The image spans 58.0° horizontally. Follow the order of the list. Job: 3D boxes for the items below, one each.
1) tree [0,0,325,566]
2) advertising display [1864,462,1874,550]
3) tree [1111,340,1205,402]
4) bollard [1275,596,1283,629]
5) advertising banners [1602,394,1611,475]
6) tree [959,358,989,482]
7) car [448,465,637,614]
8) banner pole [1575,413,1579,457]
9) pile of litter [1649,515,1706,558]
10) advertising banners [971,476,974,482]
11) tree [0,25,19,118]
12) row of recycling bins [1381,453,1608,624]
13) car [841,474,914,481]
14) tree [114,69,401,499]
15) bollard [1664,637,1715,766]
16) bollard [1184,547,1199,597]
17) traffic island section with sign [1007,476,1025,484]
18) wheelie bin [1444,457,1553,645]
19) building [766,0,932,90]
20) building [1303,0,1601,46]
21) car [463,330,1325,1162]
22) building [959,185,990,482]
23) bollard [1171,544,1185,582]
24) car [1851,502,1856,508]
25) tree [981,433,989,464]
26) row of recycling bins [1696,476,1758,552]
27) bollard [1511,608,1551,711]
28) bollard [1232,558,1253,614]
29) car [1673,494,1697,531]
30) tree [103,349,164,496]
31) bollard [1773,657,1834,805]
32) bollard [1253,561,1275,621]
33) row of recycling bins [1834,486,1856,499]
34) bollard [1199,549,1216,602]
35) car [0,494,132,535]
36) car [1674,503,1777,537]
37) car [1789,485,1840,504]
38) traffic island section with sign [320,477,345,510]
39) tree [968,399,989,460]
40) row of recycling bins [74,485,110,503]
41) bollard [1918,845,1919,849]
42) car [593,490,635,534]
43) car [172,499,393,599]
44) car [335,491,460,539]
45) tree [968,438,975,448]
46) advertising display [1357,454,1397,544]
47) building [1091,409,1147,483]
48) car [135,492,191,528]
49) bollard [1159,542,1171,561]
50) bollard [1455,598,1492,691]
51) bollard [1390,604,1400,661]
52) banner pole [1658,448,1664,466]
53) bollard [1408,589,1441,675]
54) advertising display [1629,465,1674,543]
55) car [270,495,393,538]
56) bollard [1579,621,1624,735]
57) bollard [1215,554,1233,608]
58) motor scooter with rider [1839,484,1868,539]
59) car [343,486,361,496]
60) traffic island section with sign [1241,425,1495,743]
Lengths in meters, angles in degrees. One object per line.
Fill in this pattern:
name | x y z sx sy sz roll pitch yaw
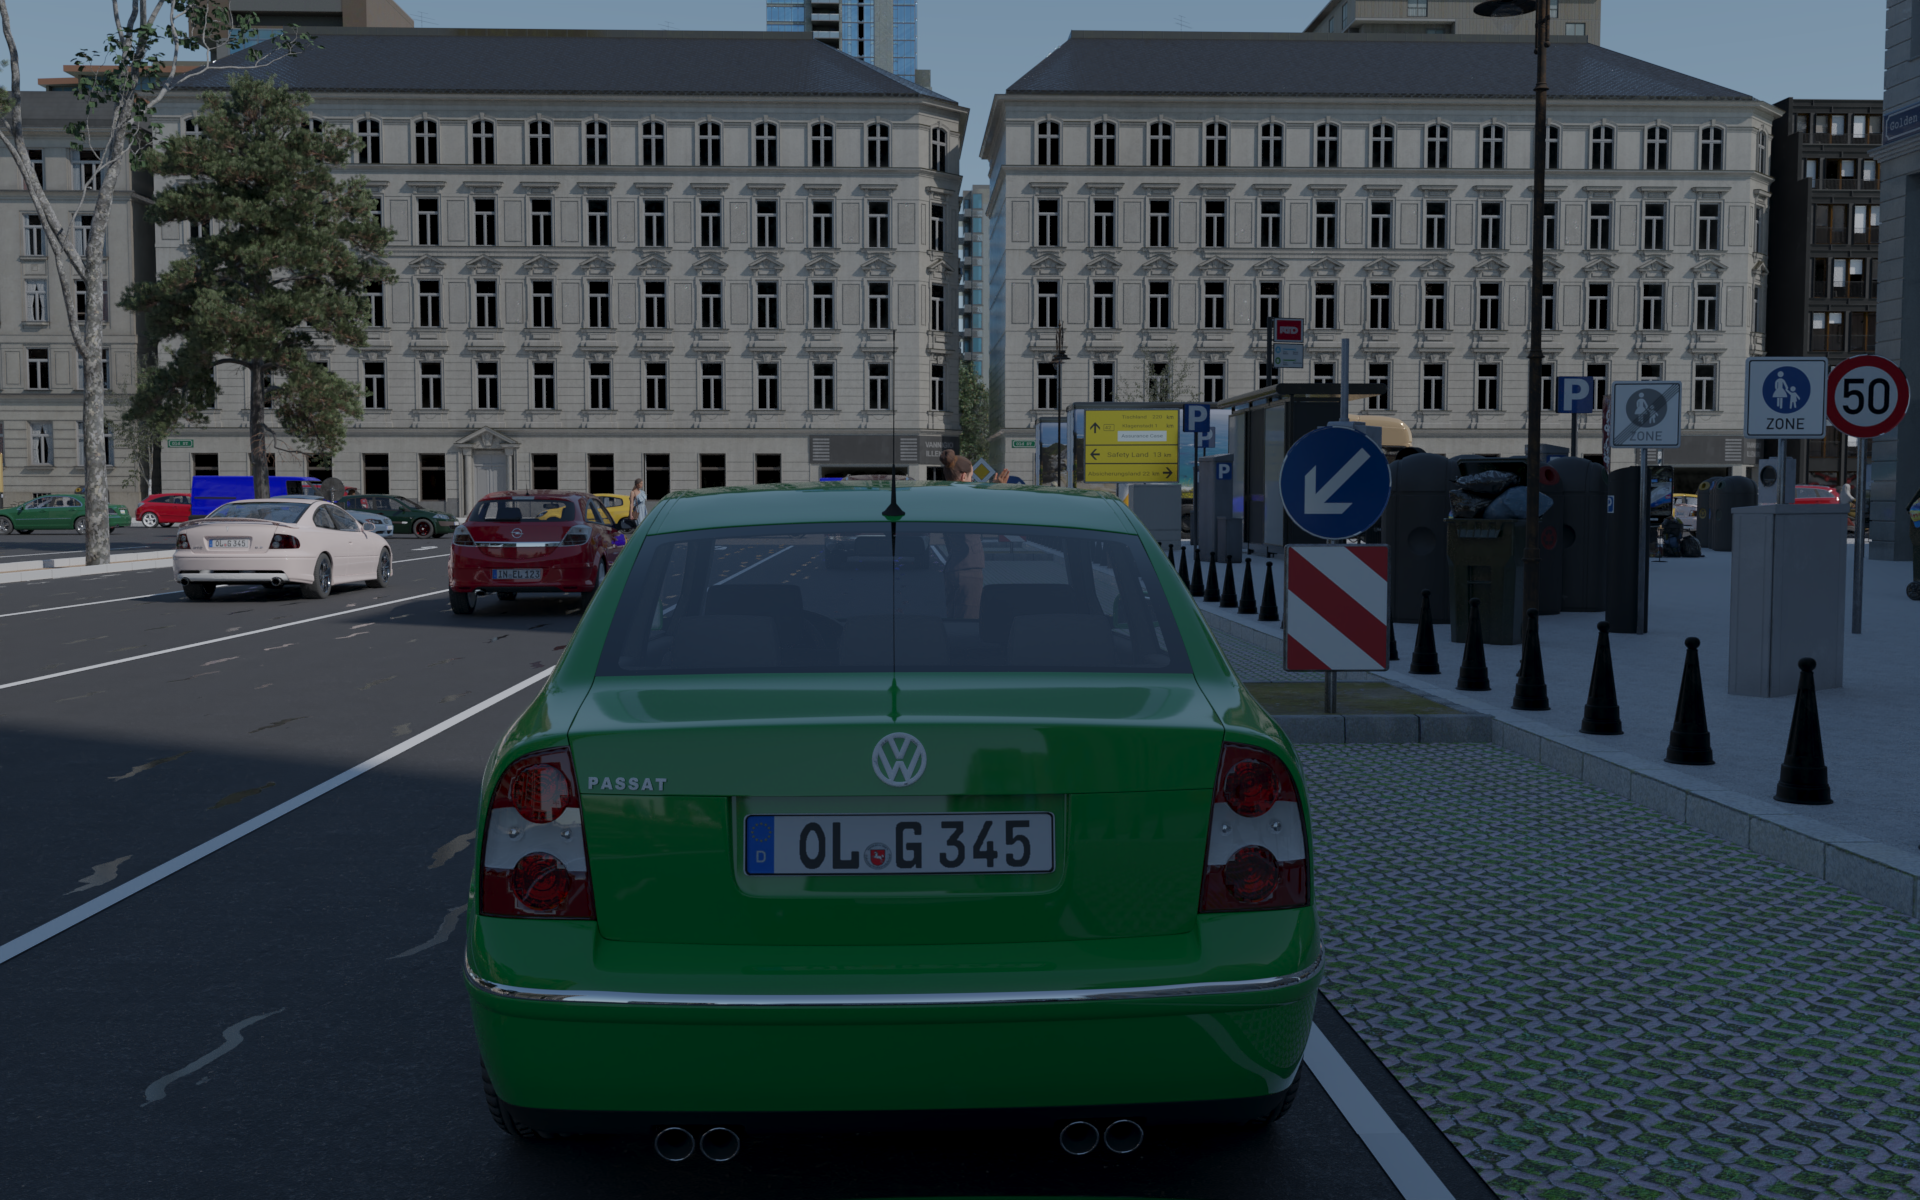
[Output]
tree | -17.554 -10.679 32.956 12.611 20.169 13.585 0 3 0
advertising display | 18.693 -1.816 34.899 0.974 1.923 0.123 2 4 28
tree | 9.339 -8.047 81.923 4.360 8.622 3.978 0 3 0
bollard | 3.168 -0.028 16.502 0.229 0.601 0.229 0 3 0
advertising banners | 11.333 -2.055 29.793 0.090 3.025 2.074 0 4 5
tree | -0.153 -13.850 143.461 9.611 12.733 9.660 0 3 0
car | -5.285 -0.805 22.209 2.155 1.783 4.494 0 4 -4
banner pole | 16.912 -3.519 47.547 0.401 3.779 0.863 2 4 24
pile of litter | 14.339 -1.303 35.261 1.719 0.858 1.176 1 4 10
advertising banners | 1.375 -8.224 130.653 0.090 3.025 2.074 -2 4 -34
tree | -16.692 -6.052 23.465 6.751 12.117 7.091 0 3 0
row of recycling bins | 5.655 -0.683 18.287 3.534 1.692 1.069 -3 5 -40
car | -1.623 -1.595 34.759 2.281 1.827 5.304 0 4 -1
tree | -17.631 -7.268 43.352 6.751 12.117 7.091 0 3 0
bollard | 3.491 0.475 8.270 0.229 0.601 0.229 0 3 0
bollard | 2.971 -0.345 21.677 0.229 0.601 0.229 0 3 0
traffic island section with sign | 0.982 -1.790 37.899 1.989 1.847 2.006 0 4 -2
wheelie bin | 4.610 -0.429 14.920 0.980 1.594 0.693 3 5 39
building | -16.892 -58.015 261.224 31.000 86.520 22.319 0 4 -2
building | 47.799 -36.108 179.611 27.495 52.752 28.713 0 4 -2
car | -0.210 0.216 5.265 1.959 1.807 4.718 0 4 -3
building | 14.177 -39.434 264.353 30.456 49.044 23.786 0 4 -2
bollard | 2.929 -0.408 22.706 0.229 0.601 0.229 0 3 0
car | 34.457 -3.246 65.647 3.894 1.354 1.945 0 4 -1
tree | 3.748 -11.280 134.787 4.737 8.622 4.395 0 3 0
row of recycling bins | 17.766 -2.015 40.054 1.069 1.692 3.534 1 4 15
bollard | 3.411 0.349 10.332 0.229 0.601 0.229 0 3 0
bollard | 3.088 -0.155 18.570 0.229 0.601 0.229 0 3 0
car | 26.800 -3.411 65.986 3.980 1.641 2.015 0 4 -1
tree | -41.013 -8.357 86.996 4.360 8.622 3.978 0 3 0
bollard | 3.529 0.539 7.230 0.229 0.601 0.229 0 3 0
bollard | 3.128 -0.091 17.528 0.229 0.601 0.229 0 3 0
row of recycling bins | 46.383 -4.974 88.442 3.534 1.692 1.069 1 4 20
bollard | 3.009 -0.281 20.638 0.229 0.601 0.229 0 3 0
car | -32.058 -3.034 61.403 4.920 1.459 2.131 0 4 -3
car | 25.871 -2.711 56.681 4.827 1.381 2.083 0 4 -2
car | 35.015 -3.995 73.995 5.304 1.827 2.281 0 4 0
traffic island section with sign | -17.179 -2.371 46.905 2.006 1.907 1.989 0 4 -2
tree | 2.619 -10.738 125.936 4.360 8.622 3.978 0 3 0
row of recycling bins | -41.073 -4.582 82.035 1.069 1.692 3.534 -3 5 -39
bollard | 3.573 0.602 6.204 0.229 0.601 0.229 0 3 0
car | -13.405 -3.216 62.808 3.980 1.641 2.015 0 4 -4
car | -9.652 -0.772 24.991 2.083 1.381 4.827 0 4 -2
car | -18.383 -2.830 56.059 4.222 1.686 2.009 0 4 -1
tree | -1.259 -17.020 185.704 7.806 13.903 7.818 0 3 0
advertising display | 6.883 -1.399 28.083 0.974 1.923 0.123 2 4 35
building | 19.763 -23.580 157.241 14.160 30.474 14.107 0 4 -2
car | -32.702 -3.961 73.801 4.494 1.783 2.155 0 4 -2
bollard | 2.890 -0.471 23.735 0.229 0.601 0.229 0 3 0
bollard | 3.373 0.286 11.358 0.229 0.601 0.229 0 3 0
bollard | 3.293 0.161 13.413 0.229 0.601 0.229 0 3 0
banner pole | 34.433 -5.818 85.134 0.863 3.779 0.401 -3 5 -45
bollard | 3.329 0.224 12.387 0.229 0.601 0.229 0 3 0
advertising display | 15.589 -2.075 39.147 0.974 1.923 0.123 2 4 26
car | -18.937 -2.369 50.730 4.499 1.417 2.014 0 4 -1
bollard | 3.450 0.413 9.296 0.229 0.601 0.229 0 3 0
bollard | 3.046 -0.217 19.597 0.229 0.601 0.229 0 3 0
motor scooter with rider | 26.782 -2.620 51.801 1.986 1.779 0.876 0 4 -4
car | -25.683 -3.581 67.222 5.304 1.827 2.281 0 4 0
traffic island section with sign | 2.043 -0.134 10.826 1.989 1.847 2.006 0 4 -2
